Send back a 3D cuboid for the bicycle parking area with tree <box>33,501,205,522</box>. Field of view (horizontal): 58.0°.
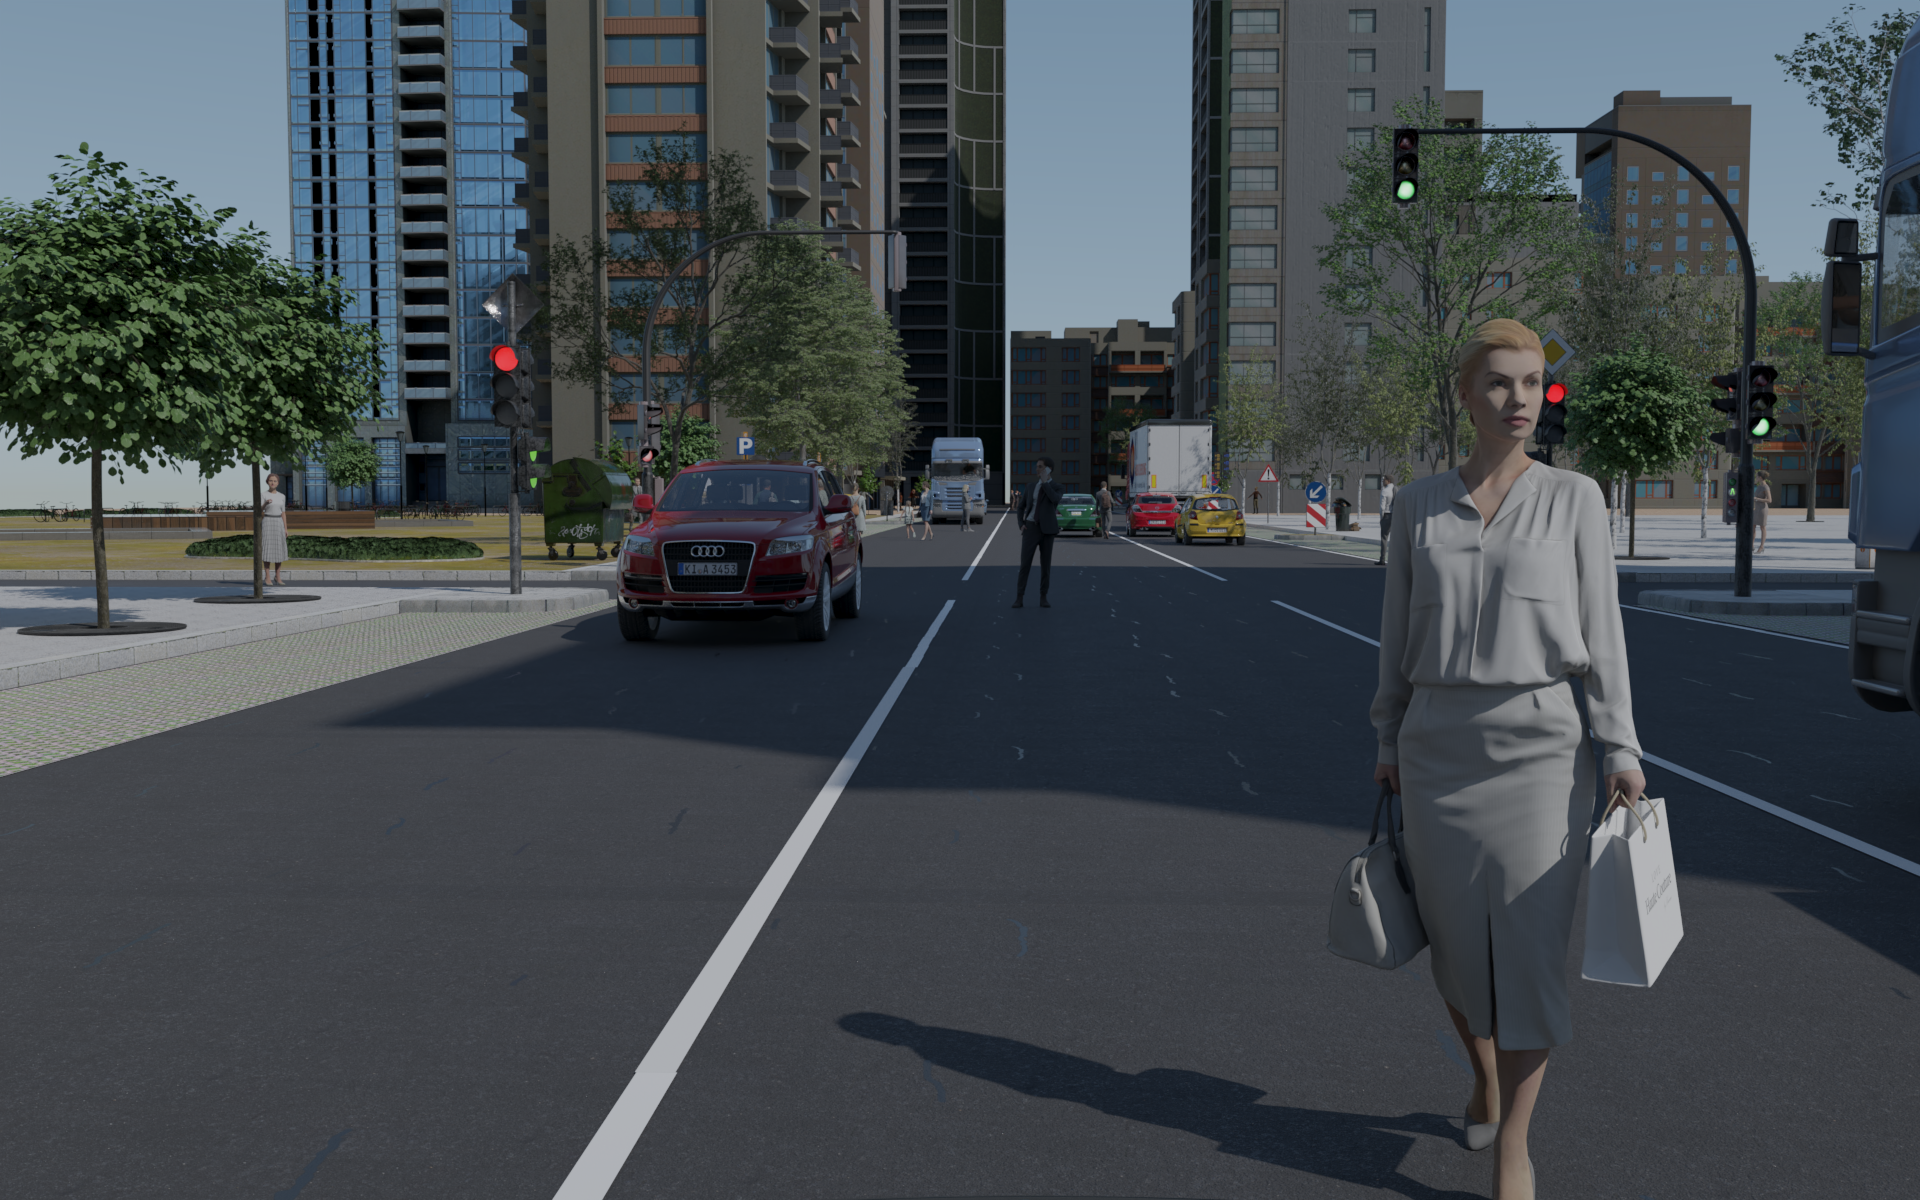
[{"bbox_3d":[-38.139,-5.784,81.572,8.231,4.147,9.016,1,4,14],"label":"bicycle parking area with tree"}]

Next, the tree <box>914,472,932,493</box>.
[{"bbox_3d":[-3.330,-9.787,154.623,1.663,3.219,1.824,0,3,0],"label":"tree"}]

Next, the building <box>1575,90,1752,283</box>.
[{"bbox_3d":[78.658,-33.356,195.488,14.200,45.320,14.600,0,4,2],"label":"building"}]

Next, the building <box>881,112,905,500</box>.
[{"bbox_3d":[-20.421,-31.370,167.518,28.867,44.769,22.147,0,4,2],"label":"building"}]

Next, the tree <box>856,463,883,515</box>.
[{"bbox_3d":[-5.510,-6.835,106.349,1.663,3.219,1.824,0,3,0],"label":"tree"}]

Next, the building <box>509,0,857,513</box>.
[{"bbox_3d":[-18.611,-28.502,120.636,22.147,44.769,28.867,0,4,2],"label":"building"}]

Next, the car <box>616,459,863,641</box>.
[{"bbox_3d":[-2.228,-0.607,18.593,2.281,1.827,5.304,0,4,2],"label":"car"}]

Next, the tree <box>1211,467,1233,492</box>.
[{"bbox_3d":[15.675,-6.809,105.923,1.663,3.219,1.824,0,3,0],"label":"tree"}]

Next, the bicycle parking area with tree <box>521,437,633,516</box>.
[{"bbox_3d":[-17.491,-6.264,89.425,9.016,4.147,8.231,0,4,-3],"label":"bicycle parking area with tree"}]

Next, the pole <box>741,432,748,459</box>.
[{"bbox_3d":[-7.071,-3.856,56.893,0.158,3.312,0.155,0,3,0],"label":"pole"}]

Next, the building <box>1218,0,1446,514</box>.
[{"bbox_3d":[24.892,-26.683,119.867,14.154,41.232,14.086,0,4,2],"label":"building"}]

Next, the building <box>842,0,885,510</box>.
[{"bbox_3d":[-13.635,-30.082,141.958,14.600,45.320,14.200,0,4,2],"label":"building"}]

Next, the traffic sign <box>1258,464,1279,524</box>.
[{"bbox_3d":[13.397,-4.604,75.275,0.884,2.594,0.081,0,4,7],"label":"traffic sign"}]

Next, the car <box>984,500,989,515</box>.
[{"bbox_3d":[0.968,-6.604,119.972,2.014,1.417,4.499,0,4,0],"label":"car"}]

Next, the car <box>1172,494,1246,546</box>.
[{"bbox_3d":[7.135,-2.411,49.643,2.015,1.641,3.980,0,4,2],"label":"car"}]

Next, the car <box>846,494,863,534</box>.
[{"bbox_3d":[-4.337,-3.034,59.832,2.015,1.641,3.980,0,4,3],"label":"car"}]

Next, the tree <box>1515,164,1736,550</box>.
[{"bbox_3d":[15.276,-5.460,39.629,4.360,8.622,3.978,0,3,0],"label":"tree"}]

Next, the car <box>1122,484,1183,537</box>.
[{"bbox_3d":[6.631,-3.070,59.230,2.155,1.783,4.494,0,4,3],"label":"car"}]

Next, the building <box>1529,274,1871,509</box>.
[{"bbox_3d":[72.285,-19.377,161.856,28.899,21.520,27.650,0,4,2],"label":"building"}]

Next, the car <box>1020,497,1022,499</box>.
[{"bbox_3d":[7.045,-10.152,175.573,1.945,1.707,3.694,0,4,1],"label":"car"}]

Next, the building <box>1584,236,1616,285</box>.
[{"bbox_3d":[64.493,-25.942,195.844,14.107,30.474,14.160,0,4,2],"label":"building"}]

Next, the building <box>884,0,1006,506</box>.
[{"bbox_3d":[-5.016,-46.635,200.741,20.611,71.187,20.563,0,4,2],"label":"building"}]

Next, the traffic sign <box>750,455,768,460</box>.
[{"bbox_3d":[-6.548,-3.431,56.200,0.768,2.556,0.104,0,4,5],"label":"traffic sign"}]

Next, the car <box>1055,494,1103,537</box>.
[{"bbox_3d":[3.886,-2.869,58.706,2.131,1.459,4.920,0,4,2],"label":"car"}]

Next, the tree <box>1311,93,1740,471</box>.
[{"bbox_3d":[12.958,-7.343,45.822,9.928,11.665,9.643,0,3,0],"label":"tree"}]

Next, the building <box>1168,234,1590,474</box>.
[{"bbox_3d":[32.446,-18.143,141.680,27.650,21.520,28.899,0,4,2],"label":"building"}]

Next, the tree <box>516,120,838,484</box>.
[{"bbox_3d":[-7.430,-6.710,44.114,8.767,10.594,7.601,0,4,-7],"label":"tree"}]

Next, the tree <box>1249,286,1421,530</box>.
[{"bbox_3d":[13.458,-6.853,62.409,4.360,8.622,3.978,0,3,0],"label":"tree"}]

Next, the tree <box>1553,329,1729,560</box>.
[{"bbox_3d":[13.235,-3.090,34.233,4.285,4.588,4.351,0,3,0],"label":"tree"}]

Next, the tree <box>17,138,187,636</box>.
[{"bbox_3d":[-8.015,-1.989,16.239,4.285,4.588,4.351,0,3,0],"label":"tree"}]

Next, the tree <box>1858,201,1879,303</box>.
[{"bbox_3d":[23.673,-5.743,44.263,4.737,8.622,4.395,0,3,0],"label":"tree"}]

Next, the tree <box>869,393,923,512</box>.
[{"bbox_3d":[-4.599,-10.503,122.088,4.360,8.622,3.978,0,3,0],"label":"tree"}]

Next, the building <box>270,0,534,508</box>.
[{"bbox_3d":[-50.589,-52.261,167.145,31.000,86.520,22.319,0,4,2],"label":"building"}]

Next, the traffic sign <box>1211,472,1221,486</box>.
[{"bbox_3d":[14.669,-6.119,100.147,0.768,2.556,0.104,1,4,9],"label":"traffic sign"}]

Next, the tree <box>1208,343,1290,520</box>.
[{"bbox_3d":[14.129,-8.275,85.656,4.737,8.622,4.395,0,3,0],"label":"tree"}]

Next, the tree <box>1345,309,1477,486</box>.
[{"bbox_3d":[17.194,-7.156,67.367,4.737,8.622,4.395,0,3,0],"label":"tree"}]

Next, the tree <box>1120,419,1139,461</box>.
[{"bbox_3d":[17.414,-13.191,166.035,4.737,8.622,4.395,0,3,0],"label":"tree"}]

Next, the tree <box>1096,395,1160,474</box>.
[{"bbox_3d":[17.863,-15.660,181.792,9.928,11.665,9.643,0,3,0],"label":"tree"}]

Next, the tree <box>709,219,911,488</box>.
[{"bbox_3d":[-6.988,-9.434,72.376,7.486,12.596,7.792,0,3,0],"label":"tree"}]

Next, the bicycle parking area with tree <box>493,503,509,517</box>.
[{"bbox_3d":[-29.053,-6.925,100.222,9.016,4.147,8.231,-3,5,-41],"label":"bicycle parking area with tree"}]

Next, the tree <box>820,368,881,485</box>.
[{"bbox_3d":[-6.210,-9.108,99.275,4.737,8.622,4.395,0,3,0],"label":"tree"}]

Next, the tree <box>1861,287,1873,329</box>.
[{"bbox_3d":[22.654,-5.400,38.645,4.360,8.622,3.978,0,3,0],"label":"tree"}]

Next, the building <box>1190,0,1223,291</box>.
[{"bbox_3d":[31.113,-44.458,165.137,20.563,71.187,20.611,0,4,2],"label":"building"}]

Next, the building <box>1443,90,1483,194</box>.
[{"bbox_3d":[46.582,-35.245,199.955,21.600,48.544,21.300,0,4,2],"label":"building"}]

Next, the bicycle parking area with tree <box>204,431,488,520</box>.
[{"bbox_3d":[-28.049,-5.666,79.634,8.231,4.147,9.016,2,4,31],"label":"bicycle parking area with tree"}]

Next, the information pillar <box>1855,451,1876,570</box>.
[{"bbox_3d":[15.487,-1.528,29.475,0.304,2.012,0.304,-2,4,-23],"label":"information pillar"}]

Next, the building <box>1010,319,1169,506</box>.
[{"bbox_3d":[20.454,-22.054,205.629,28.899,21.520,27.650,0,4,2],"label":"building"}]

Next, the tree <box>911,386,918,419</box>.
[{"bbox_3d":[-5.863,-10.486,89.566,7.486,12.596,7.792,0,3,0],"label":"tree"}]

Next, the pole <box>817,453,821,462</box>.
[{"bbox_3d":[-6.486,-5.242,79.554,0.158,3.312,0.155,0,3,0],"label":"pole"}]

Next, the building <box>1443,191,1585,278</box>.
[{"bbox_3d":[51.024,-24.308,169.140,14.107,30.474,14.160,0,4,2],"label":"building"}]
